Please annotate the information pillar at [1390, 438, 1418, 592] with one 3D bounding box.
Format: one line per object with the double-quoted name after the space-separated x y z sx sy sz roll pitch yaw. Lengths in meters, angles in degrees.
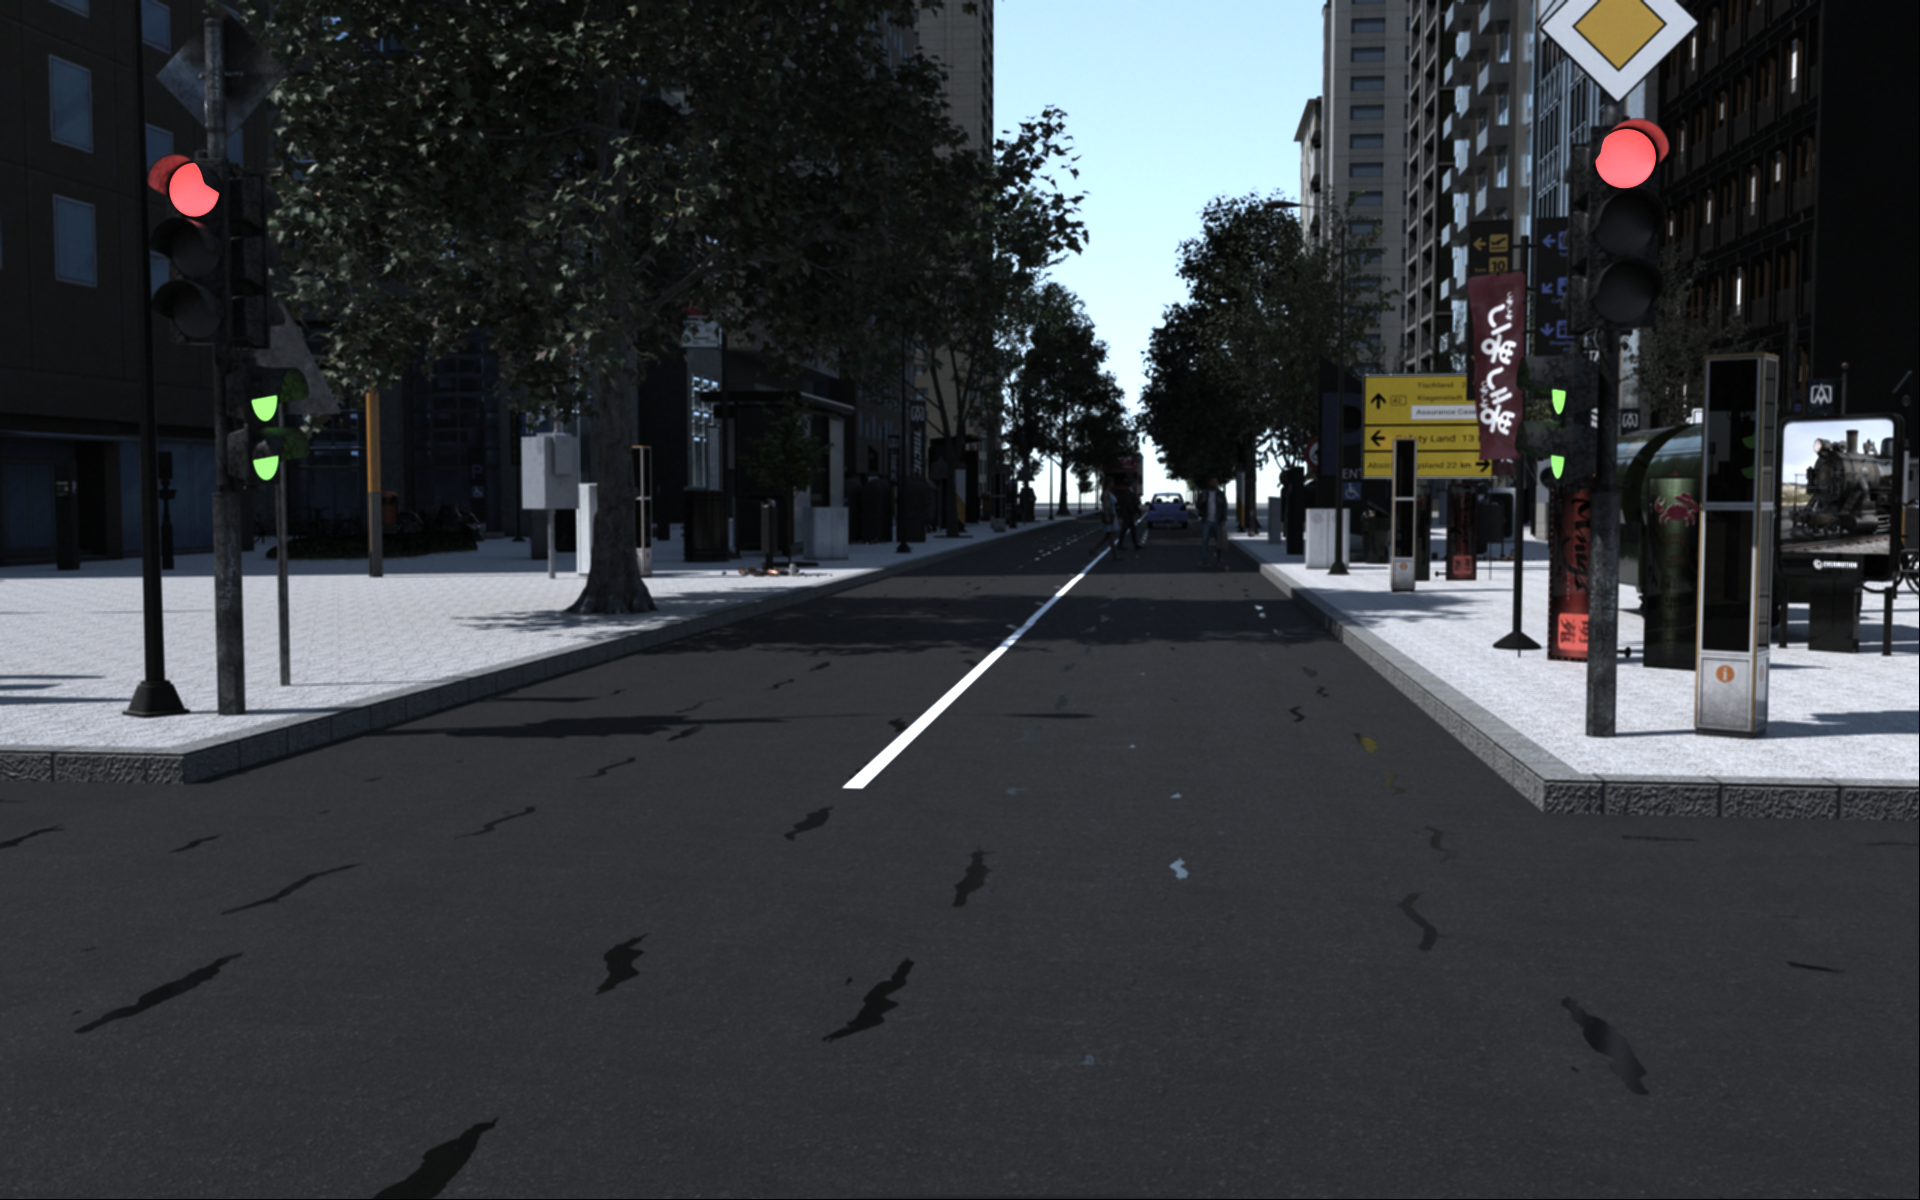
5.825 -1.116 22.738 0.304 2.012 0.304 1 4 11 "information pillar"

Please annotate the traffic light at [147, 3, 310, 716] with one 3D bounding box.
-4.228 -1.288 9.972 0.839 4.253 0.868 0 4 7 "traffic light"

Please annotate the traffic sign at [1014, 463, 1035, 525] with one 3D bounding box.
2.676 -4.375 71.543 0.884 2.594 0.081 1 4 8 "traffic sign"

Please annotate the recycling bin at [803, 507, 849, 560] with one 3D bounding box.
-2.628 -1.305 33.892 0.722 1.027 0.722 -2 4 -24 "recycling bin"

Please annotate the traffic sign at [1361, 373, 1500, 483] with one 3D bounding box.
7.929 -2.162 29.227 2.265 3.308 0.079 1 4 12 "traffic sign"

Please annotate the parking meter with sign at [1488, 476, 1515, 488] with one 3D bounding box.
19.830 -4.091 63.142 0.543 3.016 1.738 -1 4 -23 "parking meter with sign"

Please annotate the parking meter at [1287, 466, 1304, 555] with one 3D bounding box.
7.123 -1.900 36.772 0.255 1.863 0.399 -1 4 -10 "parking meter"

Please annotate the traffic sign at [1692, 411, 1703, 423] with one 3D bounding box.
9.083 -1.141 20.793 0.606 2.300 0.079 1 4 15 "traffic sign"

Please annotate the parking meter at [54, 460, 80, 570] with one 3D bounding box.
-15.082 -1.439 29.246 0.255 1.863 0.399 0 4 -8 "parking meter"

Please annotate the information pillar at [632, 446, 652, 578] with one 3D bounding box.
-4.930 -1.350 26.569 0.304 2.012 0.304 1 4 15 "information pillar"

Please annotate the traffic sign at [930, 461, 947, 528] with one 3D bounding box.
-0.777 -3.988 65.303 0.768 2.556 0.104 1 4 14 "traffic sign"

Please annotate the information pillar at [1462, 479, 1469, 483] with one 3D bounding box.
23.864 -4.729 81.813 0.304 2.012 0.304 2 4 24 "information pillar"

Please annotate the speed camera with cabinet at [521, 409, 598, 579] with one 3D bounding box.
-5.852 -1.996 26.964 0.660 3.252 2.038 3 4 36 "speed camera with cabinet"

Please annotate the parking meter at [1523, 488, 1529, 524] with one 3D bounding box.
24.390 -4.067 74.909 0.372 1.533 0.369 0 3 0 "parking meter"

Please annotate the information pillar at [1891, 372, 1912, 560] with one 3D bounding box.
18.000 -2.558 33.183 0.504 3.616 0.183 -2 4 -28 "information pillar"

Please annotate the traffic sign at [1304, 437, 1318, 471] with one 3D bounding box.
7.972 -2.330 38.208 0.768 2.556 0.104 1 4 13 "traffic sign"

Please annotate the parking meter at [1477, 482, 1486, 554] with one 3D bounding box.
11.052 -1.754 37.095 0.372 1.533 0.369 0 3 0 "parking meter"

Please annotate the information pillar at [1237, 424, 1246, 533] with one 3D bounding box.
9.387 -4.067 57.852 0.183 3.616 0.504 -1 4 -14 "information pillar"

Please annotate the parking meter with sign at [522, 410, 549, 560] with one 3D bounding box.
-8.425 -2.346 34.626 0.543 3.016 1.738 -1 4 -17 "parking meter with sign"

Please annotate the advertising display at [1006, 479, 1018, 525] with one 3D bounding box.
1.937 -4.108 72.385 0.974 1.923 0.123 -1 4 -14 "advertising display"

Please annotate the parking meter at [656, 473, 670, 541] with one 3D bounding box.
-8.215 -2.581 47.908 0.255 1.863 0.399 -2 4 -29 "parking meter"

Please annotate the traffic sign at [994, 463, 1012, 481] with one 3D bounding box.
1.758 -4.351 71.247 0.768 2.556 0.104 1 4 11 "traffic sign"

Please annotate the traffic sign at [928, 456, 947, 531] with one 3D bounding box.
-0.663 -3.633 59.409 0.884 2.594 0.081 1 4 12 "traffic sign"

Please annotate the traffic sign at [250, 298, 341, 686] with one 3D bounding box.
-4.519 -0.705 11.526 0.884 2.594 0.081 1 4 15 "traffic sign"

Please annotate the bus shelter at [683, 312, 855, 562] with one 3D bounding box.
-4.093 -3.610 36.651 2.179 5.291 8.768 0 4 7 "bus shelter"

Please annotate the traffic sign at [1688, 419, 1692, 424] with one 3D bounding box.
10.030 -1.290 23.218 0.606 2.300 0.079 1 4 14 "traffic sign"

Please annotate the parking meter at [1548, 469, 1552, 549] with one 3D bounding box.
14.030 -2.135 40.611 0.399 1.863 0.255 -2 4 -29 "parking meter"

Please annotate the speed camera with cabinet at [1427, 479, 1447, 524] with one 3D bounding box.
20.636 -4.860 73.789 0.660 3.252 2.038 -1 4 -13 "speed camera with cabinet"

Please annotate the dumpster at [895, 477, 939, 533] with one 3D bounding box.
-1.447 -3.175 57.672 1.264 1.857 1.865 0 4 7 "dumpster"

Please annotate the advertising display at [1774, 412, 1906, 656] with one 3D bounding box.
7.113 -0.540 14.049 0.123 1.923 0.974 -3 4 -36 "advertising display"

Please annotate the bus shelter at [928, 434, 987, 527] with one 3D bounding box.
-0.053 -4.889 71.225 1.731 3.624 6.357 0 4 7 "bus shelter"

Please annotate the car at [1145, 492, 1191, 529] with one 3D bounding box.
8.782 -3.896 73.289 1.945 1.707 3.694 0 4 7 "car"

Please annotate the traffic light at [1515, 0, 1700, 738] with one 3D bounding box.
3.381 -1.233 9.079 0.839 4.253 0.868 0 4 7 "traffic light"

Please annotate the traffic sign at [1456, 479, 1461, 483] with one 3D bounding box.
8.700 -1.841 30.214 0.768 2.556 0.104 1 4 14 "traffic sign"

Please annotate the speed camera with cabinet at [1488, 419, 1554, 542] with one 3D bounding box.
14.968 -3.162 46.030 2.038 3.252 0.660 1 4 18 "speed camera with cabinet"

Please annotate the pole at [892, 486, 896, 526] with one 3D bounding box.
-2.681 -4.675 70.287 0.158 3.312 0.155 0 3 0 "pole"

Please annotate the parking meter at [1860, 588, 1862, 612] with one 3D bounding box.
9.616 -0.802 18.826 0.399 1.863 0.255 -2 4 -29 "parking meter"

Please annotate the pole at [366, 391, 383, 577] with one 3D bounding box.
-9.035 -2.009 26.697 0.158 3.312 0.155 0 3 0 "pole"

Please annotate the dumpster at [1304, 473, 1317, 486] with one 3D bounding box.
17.085 -4.915 82.855 1.502 2.255 1.985 0 4 7 "dumpster"

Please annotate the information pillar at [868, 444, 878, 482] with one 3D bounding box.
-4.081 -5.498 81.247 0.504 3.616 0.183 0 4 -7 "information pillar"

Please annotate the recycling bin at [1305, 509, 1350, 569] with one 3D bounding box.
6.330 -1.059 29.861 0.722 1.027 0.722 1 4 10 "recycling bin"

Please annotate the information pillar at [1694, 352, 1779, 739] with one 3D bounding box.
4.118 -0.287 9.191 0.304 2.012 0.304 3 4 38 "information pillar"

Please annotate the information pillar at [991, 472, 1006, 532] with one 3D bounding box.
1.343 -3.308 58.578 0.304 2.012 0.304 2 4 31 "information pillar"

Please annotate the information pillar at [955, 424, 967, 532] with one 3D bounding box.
0.014 -4.079 58.047 0.183 3.616 0.504 3 5 40 "information pillar"
